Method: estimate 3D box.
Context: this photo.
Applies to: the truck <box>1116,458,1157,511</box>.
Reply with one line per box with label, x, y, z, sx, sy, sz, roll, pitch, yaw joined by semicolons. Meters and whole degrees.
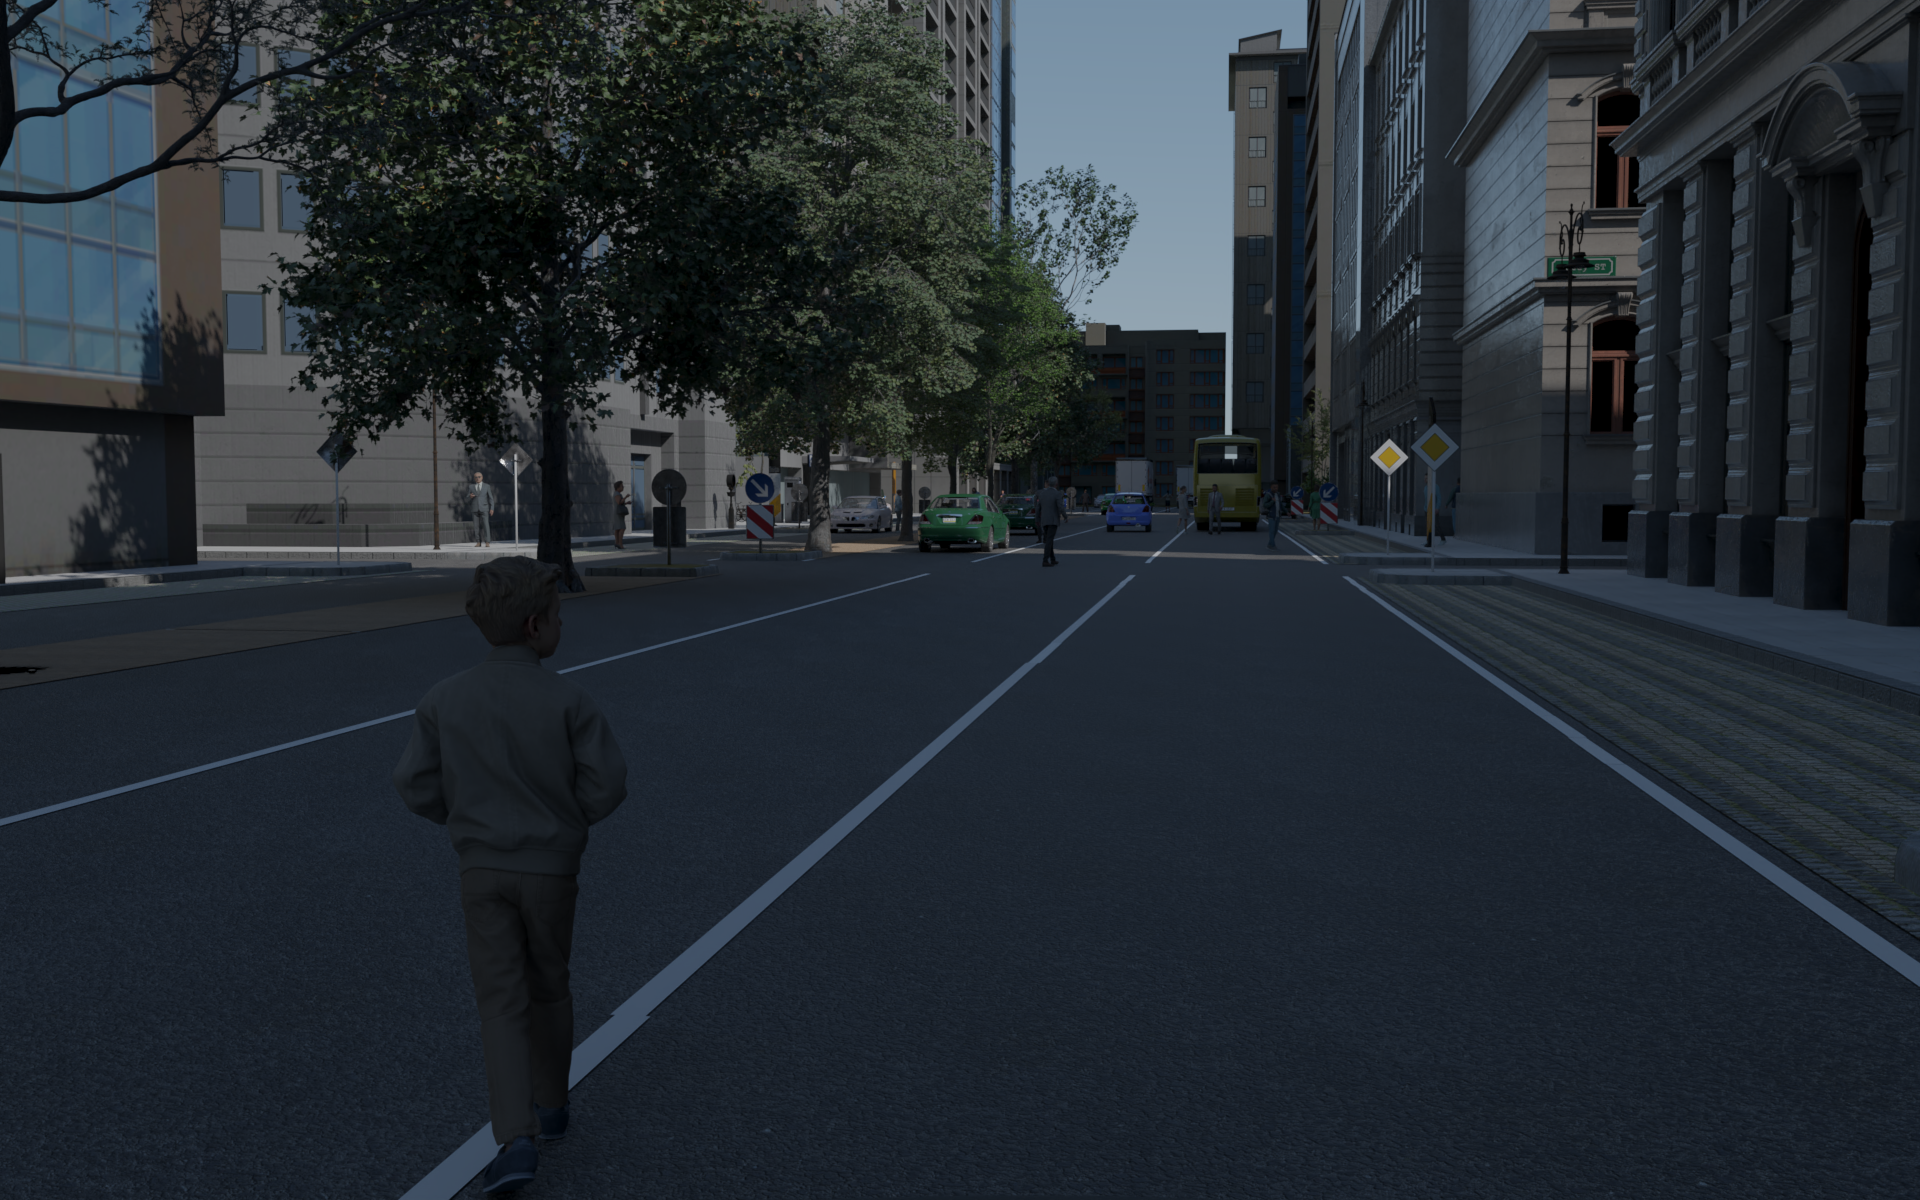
truck;14.215;-9.237;139.944;2.839;4.237;11.283;1;4;9

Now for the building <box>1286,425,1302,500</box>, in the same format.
building;41.120;-51.374;152.638;22.319;86.520;31.000;1;4;9

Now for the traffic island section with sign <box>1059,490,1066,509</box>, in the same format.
traffic island section with sign;9.774;-9.668;166.694;1.989;1.847;2.006;1;4;9

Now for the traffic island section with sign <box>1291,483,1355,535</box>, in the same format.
traffic island section with sign;12.767;-3.185;60.700;1.989;1.847;2.006;1;4;9

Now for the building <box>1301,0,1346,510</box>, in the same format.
building;36.781;-30.838;127.903;21.300;48.544;21.600;1;4;9

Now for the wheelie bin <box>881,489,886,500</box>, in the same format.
wheelie bin;-5.272;-6.317;111.183;0.980;1.594;0.693;-1;4;-20

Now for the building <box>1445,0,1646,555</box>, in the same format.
building;24.038;-15.454;40.070;23.554;28.519;14.401;1;4;9

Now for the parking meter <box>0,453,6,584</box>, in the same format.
parking meter;-13.817;-1.154;24.580;0.255;1.863;0.399;1;4;21

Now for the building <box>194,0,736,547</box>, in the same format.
building;-21.162;-31.263;53.150;21.231;58.520;28.212;1;4;9

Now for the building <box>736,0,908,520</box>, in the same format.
building;-17.996;-30.993;95.970;28.713;52.752;27.495;1;4;9

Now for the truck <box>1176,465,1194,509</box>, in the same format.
truck;23.217;-11.344;174.382;2.839;4.237;11.283;1;4;10

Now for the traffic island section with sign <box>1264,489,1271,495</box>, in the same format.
traffic island section with sign;28.809;-9.583;165.302;1.989;1.847;2.006;1;4;9

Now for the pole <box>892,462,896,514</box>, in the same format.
pole;-4.291;-7.323;113.569;0.158;3.312;0.155;0;3;0

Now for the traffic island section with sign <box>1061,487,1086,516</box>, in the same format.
traffic island section with sign;7.151;-6.374;112.343;2.006;1.907;1.989;1;4;9

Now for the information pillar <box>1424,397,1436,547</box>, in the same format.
information pillar;11.328;-3.074;41.619;0.183;3.616;0.504;0;4;4

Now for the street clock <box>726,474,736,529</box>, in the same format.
street clock;-8.425;-3.620;63.752;0.358;2.002;0.471;1;4;10

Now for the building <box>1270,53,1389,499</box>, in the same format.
building;39.133;-32.227;177.019;14.600;45.320;14.200;1;4;9

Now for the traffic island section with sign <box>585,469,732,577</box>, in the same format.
traffic island section with sign;-5.358;-1.383;30.747;2.006;1.907;1.989;1;4;9

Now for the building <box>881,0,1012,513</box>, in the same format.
building;-6.013;-43.194;144.467;20.563;71.187;20.611;1;4;9

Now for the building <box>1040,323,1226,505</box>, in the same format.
building;17.541;-22.313;209.848;28.899;21.520;27.650;1;4;9

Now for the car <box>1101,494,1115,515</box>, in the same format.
car;10.647;-6.746;119.097;1.959;1.807;4.718;0;4;7

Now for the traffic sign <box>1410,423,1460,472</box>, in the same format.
traffic sign;7.795;-1.604;28.413;0.795;2.593;0.064;1;4;9

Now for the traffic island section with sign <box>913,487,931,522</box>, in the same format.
traffic island section with sign;-1.873;-5.017;90.656;1.989;1.847;2.006;1;4;9

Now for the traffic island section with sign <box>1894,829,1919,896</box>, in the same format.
traffic island section with sign;4.355;0.176;5.747;1.989;1.847;2.006;1;4;9

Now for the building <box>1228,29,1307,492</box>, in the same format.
building;45.400;-37.634;204.554;27.495;52.752;28.713;1;4;9

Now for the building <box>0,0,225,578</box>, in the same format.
building;-21.500;-22.912;24.718;14.200;45.320;14.600;1;4;9

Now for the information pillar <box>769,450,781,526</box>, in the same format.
information pillar;-7.435;-4.771;69.362;0.504;3.616;0.183;1;4;11

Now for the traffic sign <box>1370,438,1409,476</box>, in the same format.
traffic sign;9.005;-2.087;36.306;0.795;2.593;0.064;1;4;9

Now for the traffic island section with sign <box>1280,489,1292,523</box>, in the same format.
traffic island section with sign;16.856;-4.814;87.345;1.989;1.847;2.006;1;4;9

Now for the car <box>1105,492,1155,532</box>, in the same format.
car;6.494;-3.469;66.303;1.945;1.707;3.694;0;4;7

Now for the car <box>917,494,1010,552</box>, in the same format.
car;0.131;-1.981;44.182;2.131;1.459;4.920;1;4;10

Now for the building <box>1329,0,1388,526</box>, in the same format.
building;23.630;-15.945;78.717;12.078;24.808;19.932;1;4;9

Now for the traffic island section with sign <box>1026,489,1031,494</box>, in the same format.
traffic island section with sign;5.691;-8.038;140.049;1.989;1.847;2.006;1;4;9

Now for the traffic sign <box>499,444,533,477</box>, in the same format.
traffic sign;-10.064;-2.266;39.240;0.795;2.593;0.064;1;4;9

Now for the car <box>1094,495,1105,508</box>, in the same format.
car;15.161;-10.369;181.901;2.083;1.381;4.827;1;4;10

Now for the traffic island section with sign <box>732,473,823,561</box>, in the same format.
traffic island section with sign;-4.226;-1.831;38.067;2.006;1.907;1.989;1;4;9

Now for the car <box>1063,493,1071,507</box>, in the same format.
car;10.052;-9.816;170.084;1.945;1.707;3.694;0;4;7

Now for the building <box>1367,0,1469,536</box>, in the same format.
building;19.793;-12.904;60.133;9.793;20.994;18.267;1;4;9

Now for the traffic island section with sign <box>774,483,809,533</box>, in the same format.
traffic island section with sign;-5.994;-3.375;63.803;1.989;1.847;2.006;1;4;9

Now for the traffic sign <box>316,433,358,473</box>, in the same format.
traffic sign;-11.274;-1.783;31.346;0.795;2.593;0.064;1;4;9

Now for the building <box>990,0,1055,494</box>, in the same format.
building;-6.549;-52.964;178.634;31.000;86.520;22.319;1;4;9

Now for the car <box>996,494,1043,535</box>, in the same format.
car;2.186;-3.042;61.531;2.131;1.459;4.920;1;4;9

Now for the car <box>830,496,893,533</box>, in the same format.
car;-3.682;-3.221;65.021;2.083;1.381;4.827;0;4;7

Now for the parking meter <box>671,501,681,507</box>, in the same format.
parking meter;-9.242;-3.083;56.114;0.399;1.863;0.255;3;5;39

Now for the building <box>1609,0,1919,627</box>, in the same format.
building;13.970;-11.510;17.070;11.050;23.489;19.941;1;4;9
